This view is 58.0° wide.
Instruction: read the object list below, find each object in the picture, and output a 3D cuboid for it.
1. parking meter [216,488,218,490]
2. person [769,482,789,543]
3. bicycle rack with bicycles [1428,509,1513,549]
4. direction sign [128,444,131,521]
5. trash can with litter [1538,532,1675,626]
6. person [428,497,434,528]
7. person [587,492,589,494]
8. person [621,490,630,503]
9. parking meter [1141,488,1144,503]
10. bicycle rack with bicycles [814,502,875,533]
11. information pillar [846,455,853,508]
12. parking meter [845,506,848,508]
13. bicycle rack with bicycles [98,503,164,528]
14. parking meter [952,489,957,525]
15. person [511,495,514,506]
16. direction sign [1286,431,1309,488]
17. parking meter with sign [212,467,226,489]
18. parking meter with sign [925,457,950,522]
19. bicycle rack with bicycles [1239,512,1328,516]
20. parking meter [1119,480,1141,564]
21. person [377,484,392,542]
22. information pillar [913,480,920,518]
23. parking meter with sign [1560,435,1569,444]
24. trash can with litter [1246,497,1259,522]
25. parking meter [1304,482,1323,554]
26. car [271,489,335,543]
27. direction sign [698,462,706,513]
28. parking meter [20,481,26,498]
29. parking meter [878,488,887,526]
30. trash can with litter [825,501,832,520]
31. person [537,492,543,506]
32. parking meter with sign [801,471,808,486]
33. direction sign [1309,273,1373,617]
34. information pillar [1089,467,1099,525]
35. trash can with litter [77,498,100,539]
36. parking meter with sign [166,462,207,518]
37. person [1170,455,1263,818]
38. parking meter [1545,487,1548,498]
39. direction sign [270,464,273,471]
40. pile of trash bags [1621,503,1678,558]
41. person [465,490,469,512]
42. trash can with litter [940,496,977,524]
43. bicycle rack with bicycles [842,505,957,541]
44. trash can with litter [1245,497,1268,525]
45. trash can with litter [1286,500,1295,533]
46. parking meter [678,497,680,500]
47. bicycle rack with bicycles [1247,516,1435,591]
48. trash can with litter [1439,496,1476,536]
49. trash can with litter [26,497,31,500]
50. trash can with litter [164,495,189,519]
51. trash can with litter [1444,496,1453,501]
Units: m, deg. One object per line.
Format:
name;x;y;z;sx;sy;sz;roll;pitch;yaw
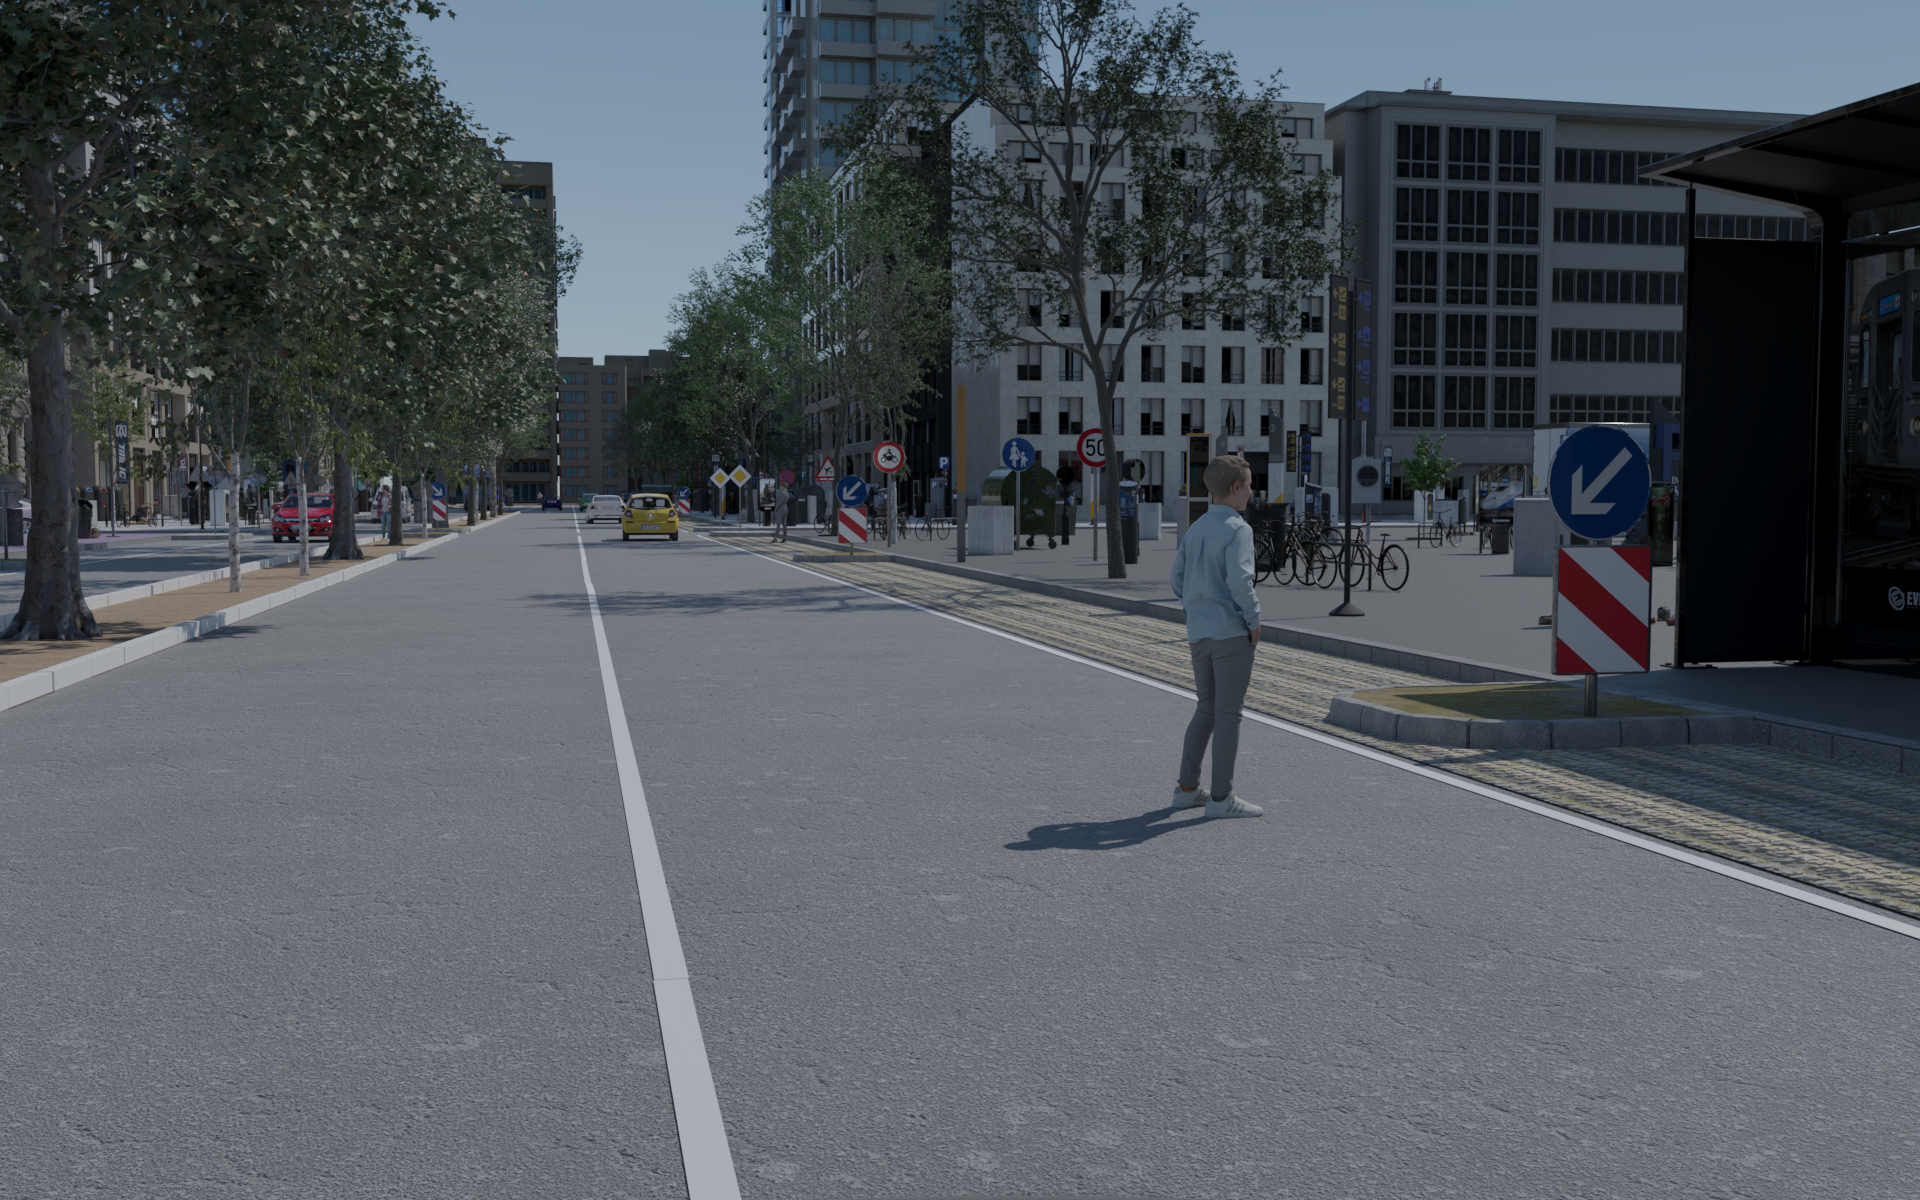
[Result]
parking meter;-31.676;-4.027;74.257;0.372;1.533;0.369;0;3;0
person;-5.279;-2.551;50.483;0.573;1.790;0.520;0;4;-5
bicycle rack with bicycles;12.224;-1.697;41.123;2.852;0.926;2.925;2;4;34
direction sign;-37.801;-5.309;78.795;0.379;3.537;0.876;-2;4;-30
trash can with litter;6.585;-0.370;17.103;2.233;1.210;1.678;-2;4;-29
person;-20.876;-3.607;68.479;0.512;1.701;0.522;2;4;28
person;-44.131;-11.979;205.069;1.217;1.735;0.721;2;4;28
person;-31.794;-9.540;164.463;0.705;1.826;1.348;3;4;36
parking meter;7.265;-3.771;70.073;0.372;1.533;0.369;0;3;0
bicycle rack with bicycles;-3.071;-2.639;56.525;2.852;0.926;2.925;-3;4;-36
information pillar;-6.627;-6.899;104.155;0.504;3.616;0.183;-3;5;-40
parking meter;-5.926;-4.933;89.059;0.372;1.533;0.369;0;3;0
bicycle rack with bicycles;-32.157;-3.304;67.395;2.852;0.926;2.925;-1;4;-22
parking meter;-0.150;-3.827;70.990;0.372;1.533;0.369;0;3;0
person;-54.478;-12.342;210.157;0.709;1.838;0.599;1;4;11
direction sign;12.075;-4.269;61.790;0.876;3.537;0.379;0;4;2
parking meter with sign;-47.948;-7.066;111.795;0.543;3.016;1.738;0;4;6
parking meter with sign;-1.079;-5.142;80.333;0.543;3.016;1.738;2;4;25
bicycle rack with bicycles;6.846;-1.320;34.971;2.852;0.926;2.925;-2;4;-27
parking meter;3.081;-1.430;31.793;0.372;1.533;0.369;0;3;0
person;-17.219;-2.611;52.030;0.563;1.720;0.643;0;4;-2
information pillar;-2.331;-5.445;93.510;0.304;2.012;0.304;1;4;14
parking meter with sign;18.317;-3.376;51.451;0.543;3.016;1.738;2;4;34
trash can with litter;14.364;-4.293;81.242;2.233;1.210;1.678;0;4;-4
parking meter;7.531;-1.743;36.915;0.372;1.533;0.369;0;3;0
car;-19.681;-2.660;52.535;2.155;1.783;4.494;-1;4;-13
direction sign;-17.642;-7.729;118.372;0.876;3.537;0.379;3;5;45
parking meter;-41.372;-4.316;76.284;0.399;1.863;0.255;1;4;18
parking meter;-3.147;-3.799;70.530;0.372;1.533;0.369;0;3;0
trash can with litter;-6.435;-4.371;82.852;1.055;1.170;0.624;2;4;30
person;-51.469;-12.388;211.984;0.756;1.711;0.436;2;4;32
parking meter with sign;-11.953;-8.311;132.143;0.543;3.016;1.738;0;4;1
direction sign;4.088;-1.602;18.195;0.379;3.537;0.876;3;5;41
information pillar;5.509;-4.868;70.946;0.183;3.616;0.504;-2;4;-28
trash can with litter;-25.159;-2.346;49.737;0.624;1.170;1.055;0;4;-6
parking meter with sign;-41.979;-5.969;93.850;1.738;3.016;0.543;-3;5;-45
person;1.172;0.159;7.711;0.330;1.601;0.589;-1;4;-16
parking meter;15.214;-2.209;44.534;0.372;1.533;0.369;0;3;0
direction sign;-44.843;-7.345;112.089;0.876;3.537;0.379;1;4;8
pile of trash bags;13.852;-1.443;33.344;1.912;1.369;3.447;2;4;31
person;-38.683;-7.797;136.160;0.592;1.802;0.473;-2;4;-35
trash can with litter;0.158;-3.929;75.296;2.233;1.210;1.678;2;4;24
bicycle rack with bicycles;-1.392;-2.145;48.450;2.852;0.926;2.925;2;4;27
trash can with litter;13.274;-3.989;76.610;1.055;1.170;0.624;-1;4;-18
trash can with litter;10.999;-2.769;56.662;0.624;1.170;1.055;3;5;40
parking meter;-21.343;-7.562;132.045;0.372;1.533;0.369;0;3;0
bicycle rack with bicycles;4.430;-0.634;23.748;2.852;0.926;2.925;-1;4;-15
trash can with litter;15.332;-2.603;53.620;1.678;1.210;2.233;2;4;33
trash can with litter;-41.285;-4.029;77.259;1.055;1.170;0.624;1;4;20
trash can with litter;-40.382;-4.867;90.634;2.233;1.210;1.678;1;4;11
trash can with litter;29.637;-5.752;105.440;1.055;1.170;0.624;-1;4;-14
